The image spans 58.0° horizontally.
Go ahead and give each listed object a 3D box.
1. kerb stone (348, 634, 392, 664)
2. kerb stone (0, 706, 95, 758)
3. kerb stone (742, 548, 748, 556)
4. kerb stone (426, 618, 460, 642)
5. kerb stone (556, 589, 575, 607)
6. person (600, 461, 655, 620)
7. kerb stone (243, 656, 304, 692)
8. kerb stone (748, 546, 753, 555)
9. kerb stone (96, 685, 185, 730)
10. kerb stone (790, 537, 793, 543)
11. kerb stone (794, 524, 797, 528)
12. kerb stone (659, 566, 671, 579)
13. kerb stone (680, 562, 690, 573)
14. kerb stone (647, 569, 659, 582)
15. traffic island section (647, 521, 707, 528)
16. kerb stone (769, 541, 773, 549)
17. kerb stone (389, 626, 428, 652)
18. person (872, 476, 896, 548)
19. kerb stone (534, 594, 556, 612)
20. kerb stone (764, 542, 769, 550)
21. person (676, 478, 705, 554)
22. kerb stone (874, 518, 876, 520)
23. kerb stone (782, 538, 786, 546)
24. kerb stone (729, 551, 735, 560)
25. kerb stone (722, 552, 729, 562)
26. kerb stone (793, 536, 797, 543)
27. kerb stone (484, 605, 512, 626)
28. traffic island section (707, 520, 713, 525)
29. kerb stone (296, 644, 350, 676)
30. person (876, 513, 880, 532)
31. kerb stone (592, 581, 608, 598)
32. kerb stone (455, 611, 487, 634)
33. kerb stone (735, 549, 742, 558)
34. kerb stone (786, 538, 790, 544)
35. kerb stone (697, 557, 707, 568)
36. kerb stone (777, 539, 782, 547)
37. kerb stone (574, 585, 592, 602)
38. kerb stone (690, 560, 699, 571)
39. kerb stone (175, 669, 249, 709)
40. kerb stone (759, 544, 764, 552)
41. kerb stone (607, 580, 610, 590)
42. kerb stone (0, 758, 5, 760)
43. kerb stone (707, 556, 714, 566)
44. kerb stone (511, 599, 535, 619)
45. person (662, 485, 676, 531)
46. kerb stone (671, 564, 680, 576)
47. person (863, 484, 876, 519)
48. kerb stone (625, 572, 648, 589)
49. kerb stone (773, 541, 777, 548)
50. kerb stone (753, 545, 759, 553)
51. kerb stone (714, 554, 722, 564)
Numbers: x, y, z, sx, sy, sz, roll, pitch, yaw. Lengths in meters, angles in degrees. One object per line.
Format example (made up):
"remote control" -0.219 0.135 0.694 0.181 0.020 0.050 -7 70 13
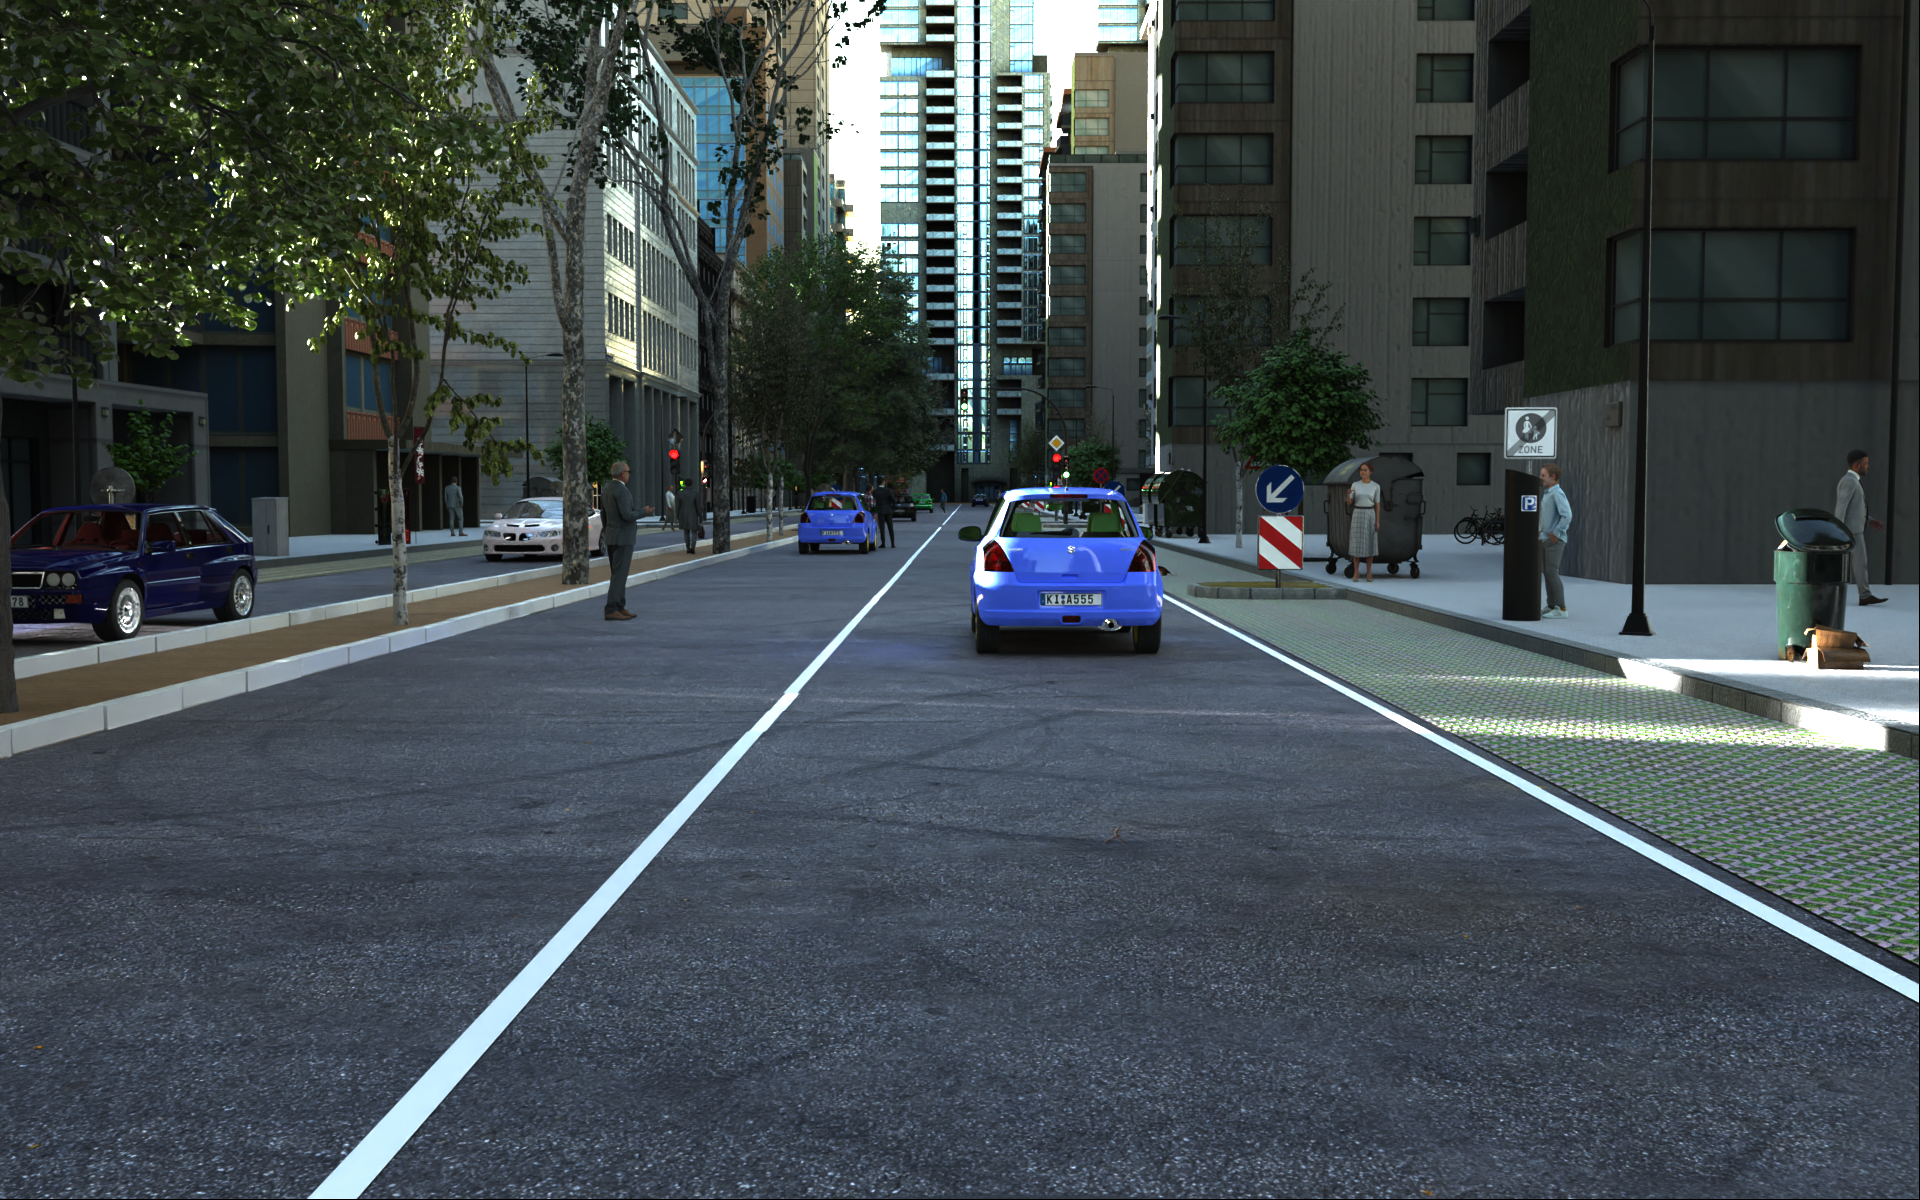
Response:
"kerb stone" -5.207 0.438 15.106 0.120 0.150 1.000 0 4 0
"kerb stone" -5.239 0.748 9.970 0.120 0.150 1.000 0 4 0
"kerb stone" -5.052 -1.072 39.720 0.120 0.150 1.000 0 4 0
"kerb stone" -5.188 0.317 17.151 0.120 0.150 1.000 0 4 0
"kerb stone" -5.155 0.000 22.267 0.120 0.150 1.000 0 4 0
"person" -3.818 -0.681 19.812 0.590 1.801 0.661 -3 4 -36
"kerb stone" -5.213 0.560 13.041 0.120 0.150 1.000 0 4 0
"kerb stone" -5.059 -1.131 40.752 0.120 0.150 1.000 0 4 0
"kerb stone" -5.226 0.685 10.997 0.120 0.150 1.000 0 4 0
"kerb stone" -4.990 -1.699 49.966 0.120 0.150 1.000 0 4 0
"kerb stone" -6.957 -3.011 71.432 0.120 0.150 1.000 0 4 0
"kerb stone" -5.106 -0.441 29.453 0.120 0.150 1.000 0 4 0
"kerb stone" -5.105 -0.569 31.503 0.120 0.150 1.000 0 4 0
"kerb stone" -5.126 -0.381 28.431 0.120 0.150 1.000 0 4 0
"traffic island section" -12.203 -3.182 74.313 2.009 0.180 2.903 0 4 0
"kerb stone" -5.024 -1.385 44.847 0.120 0.150 1.000 0 4 0
"kerb stone" -5.195 0.371 16.128 0.120 0.150 1.000 0 4 0
"person" -2.028 -2.342 46.153 0.648 1.900 0.474 -1 4 -12
"kerb stone" -5.170 0.060 21.238 0.120 0.150 1.000 0 4 0
"kerb stone" -5.025 -1.323 43.825 0.120 0.150 1.000 0 4 0
"person" -6.445 -2.010 41.471 0.694 1.812 0.767 0 4 6
"kerb stone" -4.691 -4.679 98.698 0.120 0.150 1.000 0 4 0
"kerb stone" -5.005 -1.569 47.918 0.120 0.150 1.000 0 4 0
"kerb stone" -5.070 -0.946 37.666 0.120 0.150 1.000 0 4 0
"kerb stone" -5.075 -0.884 36.644 0.120 0.150 1.000 0 4 0
"kerb stone" -4.986 -1.758 50.988 0.120 0.150 1.000 0 4 0
"kerb stone" -5.183 0.184 19.194 0.120 0.150 1.000 0 4 0
"traffic island section" -12.154 -3.671 82.298 2.009 0.180 2.903 0 4 0
"kerb stone" -5.215 0.497 14.072 0.120 0.150 1.000 0 4 0
"person" -3.058 -3.460 66.075 0.522 1.701 0.512 -1 4 -18
"kerb stone" -5.141 -0.129 24.320 0.120 0.150 1.000 0 4 0
"kerb stone" -5.186 0.246 18.172 0.120 0.150 1.000 0 4 0
"kerb stone" -5.060 -1.009 38.697 0.120 0.150 1.000 0 4 0
"kerb stone" -5.002 -1.636 48.942 0.120 0.150 1.000 0 4 0
"kerb stone" -5.092 -0.695 33.552 0.120 0.150 1.000 0 4 0
"kerb stone" -5.014 -1.511 46.896 0.120 0.150 1.000 0 4 0
"kerb stone" -5.150 -0.067 23.289 0.120 0.150 1.000 0 4 0
"kerb stone" -5.094 -0.627 32.531 0.120 0.150 1.000 0 4 0
"kerb stone" -5.225 0.622 12.019 0.120 0.150 1.000 0 4 0
"kerb stone" -5.032 -1.260 42.797 0.120 0.150 1.000 0 4 0
"kerb stone" -5.147 -0.193 25.353 0.120 0.150 1.000 0 4 0
"kerb stone" -5.238 0.812 8.947 0.120 0.150 1.000 0 4 0
"kerb stone" -5.087 -0.756 34.577 0.120 0.150 1.000 0 4 0
"kerb stone" -5.172 0.126 20.216 0.120 0.150 1.000 0 4 0
"person" -11.344 -3.594 67.485 0.641 1.798 0.478 2 4 33
"kerb stone" -5.108 -0.506 30.476 0.120 0.150 1.000 0 4 0
"person" -2.730 -2.557 51.153 0.643 1.720 0.563 -3 4 -38
"kerb stone" -5.131 -0.318 27.408 0.120 0.150 1.000 0 4 0
"kerb stone" -5.019 -1.448 45.874 0.120 0.150 1.000 0 4 0
"kerb stone" -5.041 -1.196 41.774 0.120 0.150 1.000 0 4 0
"kerb stone" -5.076 -0.820 35.610 0.120 0.150 1.000 0 4 0
